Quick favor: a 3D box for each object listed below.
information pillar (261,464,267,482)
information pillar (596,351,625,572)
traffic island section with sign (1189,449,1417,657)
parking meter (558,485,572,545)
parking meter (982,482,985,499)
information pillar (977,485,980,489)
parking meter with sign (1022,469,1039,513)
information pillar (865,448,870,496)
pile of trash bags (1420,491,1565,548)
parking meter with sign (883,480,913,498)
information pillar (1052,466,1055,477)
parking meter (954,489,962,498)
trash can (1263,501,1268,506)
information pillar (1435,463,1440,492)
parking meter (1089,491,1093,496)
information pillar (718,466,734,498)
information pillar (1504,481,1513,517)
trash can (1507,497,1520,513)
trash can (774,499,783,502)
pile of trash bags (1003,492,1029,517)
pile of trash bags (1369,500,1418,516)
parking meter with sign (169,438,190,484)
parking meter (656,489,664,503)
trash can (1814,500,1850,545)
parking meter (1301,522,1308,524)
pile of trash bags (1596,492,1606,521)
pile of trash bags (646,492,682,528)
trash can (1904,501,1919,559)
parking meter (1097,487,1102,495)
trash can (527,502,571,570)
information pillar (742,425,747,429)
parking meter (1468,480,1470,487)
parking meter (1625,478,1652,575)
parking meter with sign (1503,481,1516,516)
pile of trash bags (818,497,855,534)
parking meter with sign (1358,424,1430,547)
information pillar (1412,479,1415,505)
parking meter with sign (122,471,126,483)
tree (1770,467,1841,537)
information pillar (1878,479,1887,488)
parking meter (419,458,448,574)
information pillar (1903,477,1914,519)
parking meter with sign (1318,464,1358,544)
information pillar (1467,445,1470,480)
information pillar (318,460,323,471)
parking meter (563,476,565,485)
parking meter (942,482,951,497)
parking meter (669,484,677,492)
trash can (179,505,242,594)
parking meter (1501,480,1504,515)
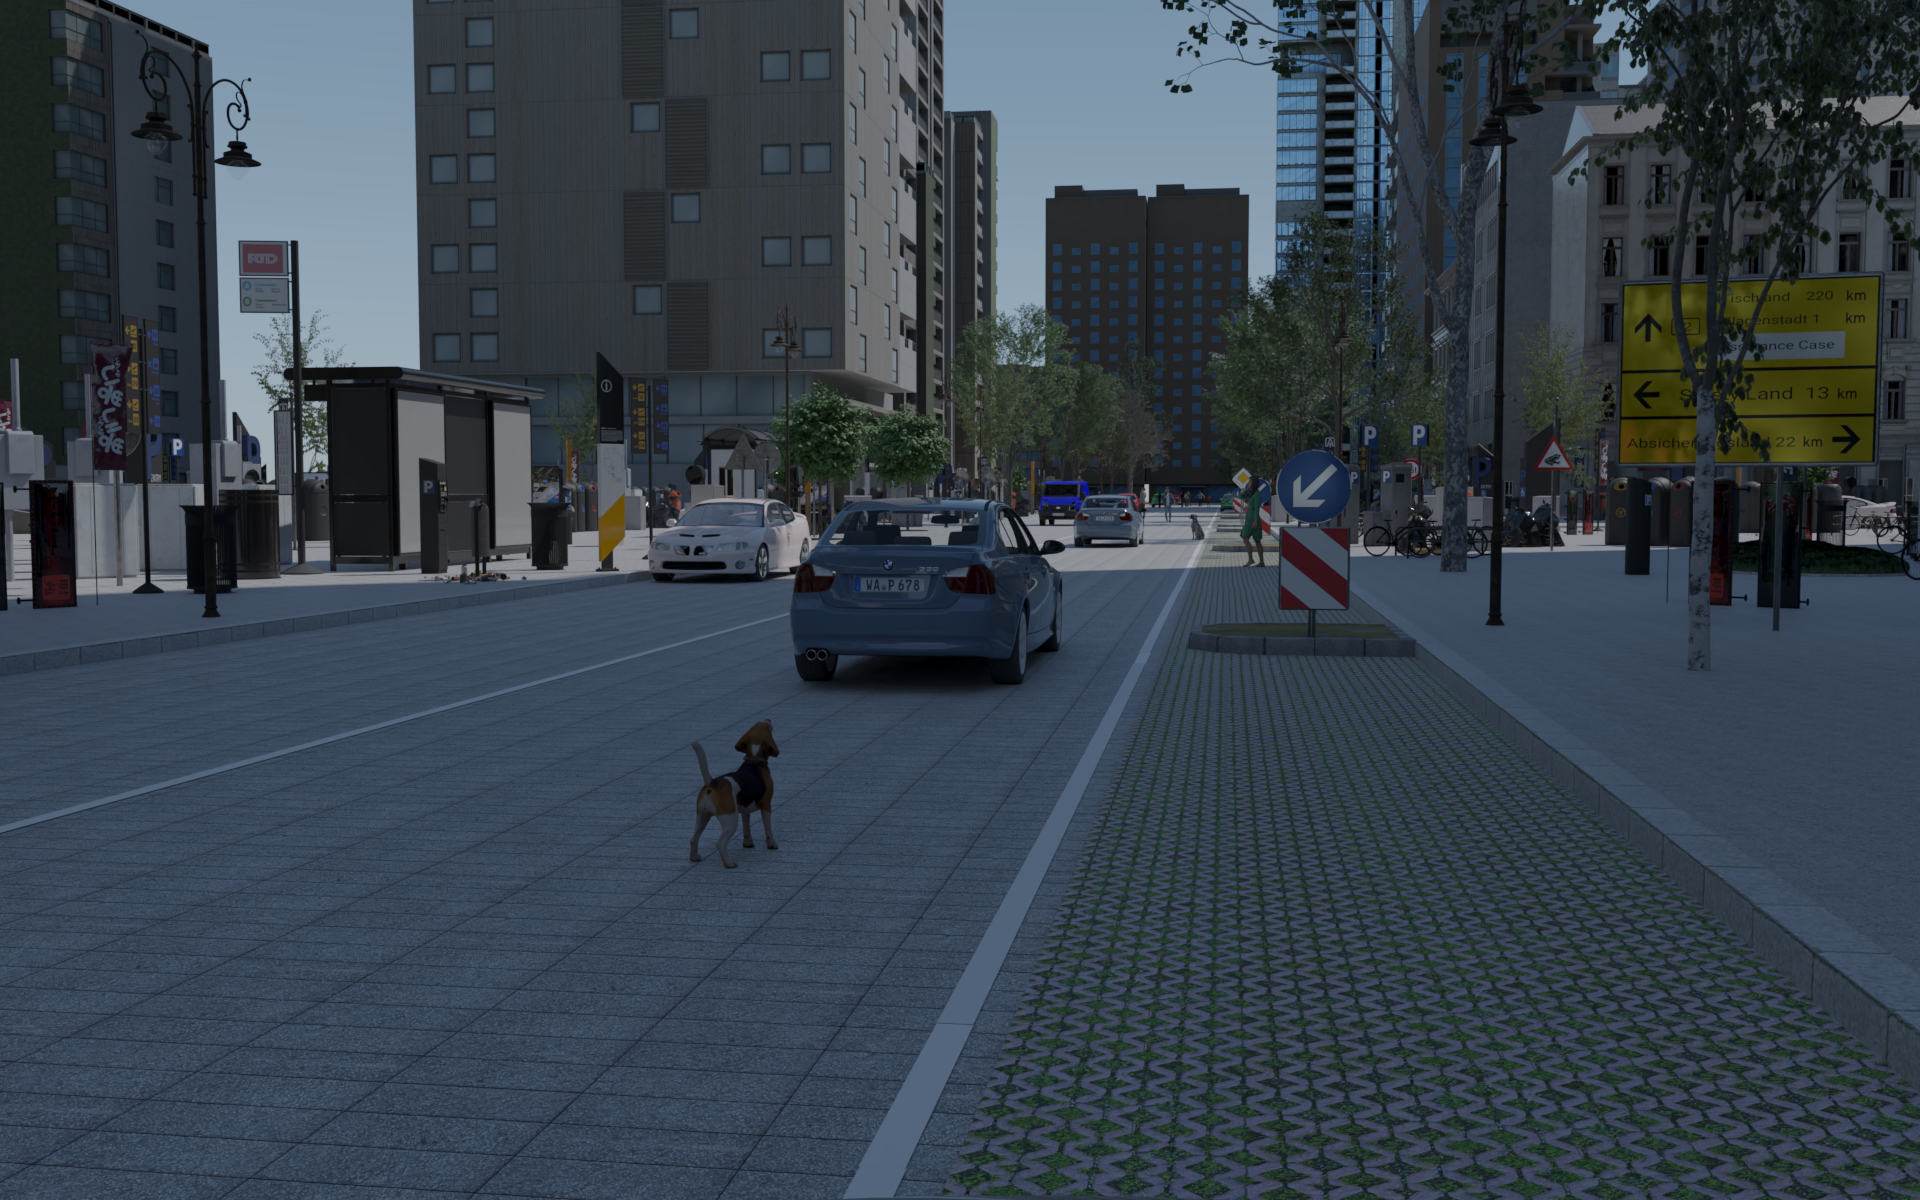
[{"bbox_3d":[-52.756,-8.556,131.249,0.504,3.616,0.183,-2,4,-31],"label":"information pillar"},{"bbox_3d":[-5.785,-2.281,28.646,0.183,3.616,0.504,3,5,45],"label":"information pillar"},{"bbox_3d":[3.156,-0.462,16.182,1.989,1.847,2.006,1,4,9],"label":"traffic island section with sign"},{"bbox_3d":[-10.047,-2.177,43.999,0.372,1.533,0.369,0,3,0],"label":"parking meter"},{"bbox_3d":[1.107,-4.570,80.425,0.255,1.863,0.399,1,4,14],"label":"parking meter"},{"bbox_3d":[1.579,-8.270,139.702,0.304,2.012,0.304,-3,5,-43],"label":"information pillar"},{"bbox_3d":[4.629,-7.590,120.355,1.738,3.016,0.543,0,4,7],"label":"parking meter with sign"},{"bbox_3d":[-3.591,-4.620,66.886,0.183,3.616,0.504,-1,4,-16],"label":"information pillar"},{"bbox_3d":[13.435,-2.048,43.235,1.912,1.369,3.447,-1,4,-23],"label":"pile of trash bags"},{"bbox_3d":[-2.948,-5.019,78.325,1.738,3.016,0.543,1,4,13],"label":"parking meter with sign"},{"bbox_3d":[7.848,-9.439,145.678,0.183,3.616,0.504,1,4,18],"label":"information pillar"},{"bbox_3d":[-0.100,-4.903,88.583,0.372,1.533,0.369,0,3,0],"label":"parking meter"},{"bbox_3d":[19.070,-5.846,107.235,0.748,1.137,0.748,0,3,0],"label":"trash can"},{"bbox_3d":[36.217,-8.557,131.265,0.183,3.616,0.504,-1,4,-19],"label":"information pillar"},{"bbox_3d":[10.926,-8.364,145.165,0.372,1.533,0.369,0,3,0],"label":"parking meter"},{"bbox_3d":[-6.162,-2.521,45.711,0.304,2.012,0.304,3,4,39],"label":"information pillar"},{"bbox_3d":[30.910,-5.696,97.622,0.304,2.012,0.304,-3,4,-36],"label":"information pillar"},{"bbox_3d":[27.830,-4.605,86.947,0.748,1.137,0.748,0,3,0],"label":"trash can"},{"bbox_3d":[-5.091,-2.120,46.320,0.748,1.137,0.748,0,3,0],"label":"trash can"},{"bbox_3d":[2.947,-5.353,97.275,1.912,1.369,3.447,0,4,1],"label":"pile of trash bags"},{"bbox_3d":[14.566,-2.927,57.604,1.912,1.369,3.447,0,4,2],"label":"pile of trash bags"},{"bbox_3d":[-23.693,-3.533,54.023,1.738,3.016,0.543,1,4,14],"label":"parking meter with sign"},{"bbox_3d":[-14.022,-4.435,80.929,0.372,1.533,0.369,0,3,0],"label":"parking meter"},{"bbox_3d":[20.041,-1.724,39.841,0.748,1.137,0.748,0,3,0],"label":"trash can"},{"bbox_3d":[14.837,-4.055,74.716,0.372,1.533,0.369,0,3,0],"label":"parking meter"},{"bbox_3d":[31.710,-4.415,81.940,1.912,1.369,3.447,-3,5,-40],"label":"pile of trash bags"},{"bbox_3d":[-11.463,-3.449,66.140,1.912,1.369,3.447,1,4,13],"label":"pile of trash bags"},{"bbox_3d":[19.170,-1.394,34.438,0.748,1.137,0.748,0,3,0],"label":"trash can"},{"bbox_3d":[11.545,-8.397,143.002,0.399,1.863,0.255,1,4,9],"label":"parking meter"},{"bbox_3d":[-6.955,-1.082,29.350,0.748,1.137,0.748,0,3,0],"label":"trash can"},{"bbox_3d":[-7.098,-4.093,58.278,0.504,3.616,0.183,0,4,0],"label":"information pillar"},{"bbox_3d":[21.518,-4.185,74.143,0.399,1.863,0.255,0,4,-1],"label":"parking meter"},{"bbox_3d":[10.780,-1.169,27.526,0.372,1.533,0.369,0,3,0],"label":"parking meter"},{"bbox_3d":[31.438,-6.286,99.033,1.738,3.016,0.543,1,4,22],"label":"parking meter with sign"},{"bbox_3d":[-4.227,-2.837,56.133,1.912,1.369,3.447,1,4,16],"label":"pile of trash bags"},{"bbox_3d":[10.723,-2.840,42.690,1.738,3.016,0.543,-2,4,-31],"label":"parking meter with sign"},{"bbox_3d":[33.026,-8.273,126.618,0.504,3.616,0.183,3,4,36],"label":"information pillar"},{"bbox_3d":[-47.134,-6.107,96.105,1.738,3.016,0.543,0,4,4],"label":"parking meter with sign"},{"bbox_3d":[22.189,-3.124,45.677,1.663,3.219,1.824,0,3,0],"label":"tree"},{"bbox_3d":[43.690,-4.745,82.073,0.304,2.012,0.304,-2,4,-29],"label":"information pillar"},{"bbox_3d":[-8.477,-1.358,27.913,0.399,1.863,0.255,1,4,15],"label":"parking meter"},{"bbox_3d":[41.735,-4.388,76.233,0.304,2.012,0.304,1,4,10],"label":"information pillar"},{"bbox_3d":[9.894,-2.949,44.473,0.543,3.016,1.738,-2,4,-30],"label":"parking meter with sign"},{"bbox_3d":[22.595,-5.257,77.298,0.183,3.616,0.504,3,4,36],"label":"information pillar"},{"bbox_3d":[-44.461,-7.897,120.467,0.504,3.616,0.183,2,4,32],"label":"information pillar"},{"bbox_3d":[-10.955,-2.537,47.185,0.399,1.863,0.255,2,4,26],"label":"parking meter"},{"bbox_3d":[-0.638,-4.610,81.082,0.399,1.863,0.255,-1,4,-16],"label":"parking meter"},{"bbox_3d":[-16.120,-5.596,97.204,0.399,1.863,0.255,-3,4,-36],"label":"parking meter"},{"bbox_3d":[-9.690,-0.658,22.417,0.748,1.137,0.748,0,3,0],"label":"trash can"},{"bbox_3d":[22.314,-4.041,71.775,0.255,1.863,0.399,-1,4,-15],"label":"parking meter"}]
